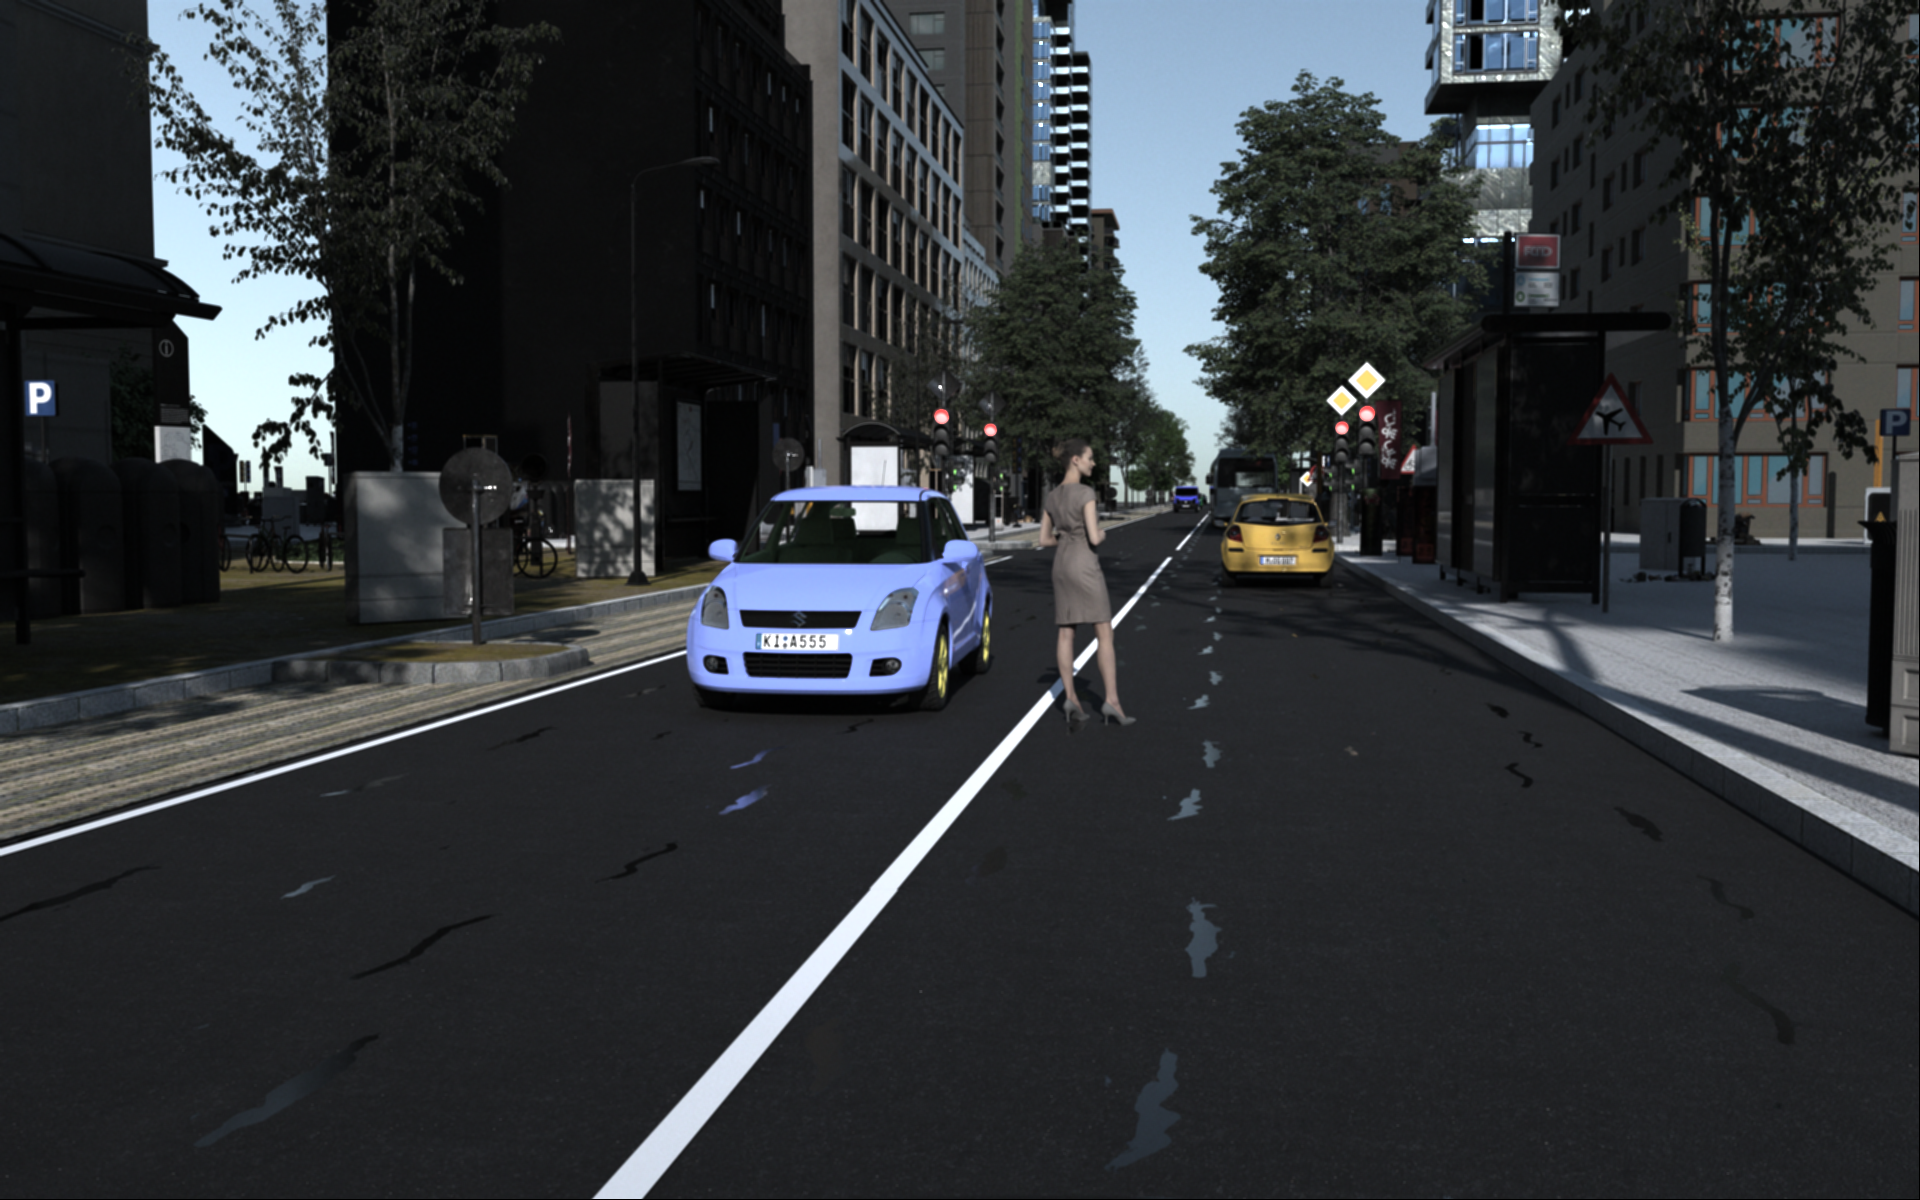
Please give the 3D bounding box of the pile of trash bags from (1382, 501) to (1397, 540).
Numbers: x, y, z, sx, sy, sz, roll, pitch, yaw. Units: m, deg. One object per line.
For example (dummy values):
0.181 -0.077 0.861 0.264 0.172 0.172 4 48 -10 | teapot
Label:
12.658 -2.375 48.582 1.912 1.369 3.447 0 4 -5 | pile of trash bags

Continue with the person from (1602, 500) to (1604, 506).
15.222 -2.021 41.725 0.537 1.800 0.526 1 4 14 | person

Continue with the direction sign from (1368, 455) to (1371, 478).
20.069 -5.715 85.434 0.379 3.537 0.876 0 4 -8 | direction sign

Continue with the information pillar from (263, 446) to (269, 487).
-34.146 -5.742 85.240 0.183 3.616 0.504 0 4 1 | information pillar

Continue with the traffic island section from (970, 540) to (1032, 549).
0.831 -1.468 46.283 2.009 0.180 2.903 1 4 9 | traffic island section

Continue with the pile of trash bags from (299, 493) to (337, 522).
-28.578 -4.273 79.623 3.447 1.369 1.912 -3 5 -44 | pile of trash bags

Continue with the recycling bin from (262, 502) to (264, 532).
-23.163 -2.820 58.662 0.722 1.027 0.722 0 4 -7 | recycling bin

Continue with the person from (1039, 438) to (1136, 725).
0.793 -0.125 10.886 0.374 1.781 0.599 -3 5 -40 | person

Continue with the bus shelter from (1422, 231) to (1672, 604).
7.781 -2.856 24.321 2.179 5.291 8.768 1 4 9 | bus shelter

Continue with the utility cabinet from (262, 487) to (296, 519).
-21.882 -2.868 55.566 1.173 1.500 0.318 3 4 36 | utility cabinet

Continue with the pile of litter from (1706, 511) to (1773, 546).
19.595 -1.817 43.668 1.176 0.858 1.719 -1 4 -20 | pile of litter

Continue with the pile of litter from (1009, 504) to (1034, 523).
2.866 -3.953 78.593 1.719 0.858 1.176 -3 5 -43 | pile of litter

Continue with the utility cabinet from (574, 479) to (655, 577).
-5.292 -1.092 26.530 1.173 1.500 0.318 -1 4 -18 | utility cabinet

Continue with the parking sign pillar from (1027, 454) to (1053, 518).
4.262 -6.352 92.332 1.447 3.967 1.447 0 4 -5 | parking sign pillar

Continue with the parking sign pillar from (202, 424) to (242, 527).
-28.791 -4.829 67.420 1.447 3.967 1.447 1 4 22 | parking sign pillar

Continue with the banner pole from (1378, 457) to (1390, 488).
19.158 -5.412 78.504 0.401 3.779 0.863 -3 4 -37 | banner pole

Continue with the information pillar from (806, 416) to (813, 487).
-4.488 -3.685 51.608 0.183 3.616 0.504 -1 4 -21 | information pillar

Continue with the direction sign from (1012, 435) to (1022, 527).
2.193 -4.565 66.640 0.379 3.537 0.876 -1 4 -20 | direction sign

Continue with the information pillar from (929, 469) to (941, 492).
-0.717 -2.887 51.698 0.304 2.012 0.304 3 5 41 | information pillar

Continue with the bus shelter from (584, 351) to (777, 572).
-4.951 -2.469 31.645 1.731 3.624 6.357 1 4 9 | bus shelter

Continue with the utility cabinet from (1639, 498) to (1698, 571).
11.974 -1.110 29.315 0.306 1.237 1.020 -1 4 -21 | utility cabinet

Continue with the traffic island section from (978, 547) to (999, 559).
-0.379 -0.985 38.389 2.009 0.180 2.903 1 4 9 | traffic island section

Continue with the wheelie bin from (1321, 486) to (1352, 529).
11.728 -2.828 54.144 0.980 1.594 0.693 -1 4 -19 | wheelie bin

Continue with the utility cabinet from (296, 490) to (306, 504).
-36.187 -5.239 94.332 0.318 1.500 1.173 2 4 25 | utility cabinet

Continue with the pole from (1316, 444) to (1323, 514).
13.773 -4.436 66.364 0.158 3.312 0.155 0 3 0 | pole

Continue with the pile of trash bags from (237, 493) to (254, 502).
-46.861 -6.510 116.188 3.447 1.369 1.912 -2 4 -31 | pile of trash bags

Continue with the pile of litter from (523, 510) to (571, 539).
-12.015 -2.182 49.634 1.719 0.858 1.176 1 4 22 | pile of litter

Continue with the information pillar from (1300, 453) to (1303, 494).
18.063 -6.139 91.732 0.183 3.616 0.504 1 4 17 | information pillar

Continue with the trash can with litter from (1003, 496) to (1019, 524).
1.741 -3.924 75.213 1.678 1.210 2.233 1 4 19 | trash can with litter

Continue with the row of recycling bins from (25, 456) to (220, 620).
-9.445 -0.737 19.158 1.069 1.692 3.534 1 4 12 | row of recycling bins

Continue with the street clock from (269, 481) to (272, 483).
-39.522 -5.803 99.451 0.471 2.002 0.358 -3 5 -40 | street clock

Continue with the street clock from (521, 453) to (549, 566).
-7.600 -1.617 31.015 0.471 2.002 0.358 0 4 -4 | street clock

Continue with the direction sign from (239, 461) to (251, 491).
-48.552 -7.687 117.679 0.379 3.537 0.876 2 4 25 | direction sign

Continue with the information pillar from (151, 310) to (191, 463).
-9.683 -1.831 21.291 0.183 3.616 0.504 2 4 24 | information pillar

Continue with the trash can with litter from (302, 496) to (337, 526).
-25.520 -3.579 69.577 2.233 1.210 1.678 -1 4 -16 | trash can with litter

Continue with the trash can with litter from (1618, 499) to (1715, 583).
10.560 -0.902 25.800 2.233 1.210 1.678 -2 4 -29 | trash can with litter

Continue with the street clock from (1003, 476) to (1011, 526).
1.909 -4.019 70.274 0.358 2.002 0.471 0 4 7 | street clock

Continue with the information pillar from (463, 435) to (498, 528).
-5.979 -1.049 21.646 0.304 2.012 0.304 1 4 18 | information pillar

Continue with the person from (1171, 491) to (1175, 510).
18.867 -8.800 153.323 0.756 1.711 0.436 -3 4 -36 | person

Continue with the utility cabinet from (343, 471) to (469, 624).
-5.543 -0.530 17.338 1.173 1.500 0.318 -3 5 -45 | utility cabinet

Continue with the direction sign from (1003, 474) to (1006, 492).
3.111 -7.941 121.825 0.379 3.537 0.876 1 4 18 | direction sign

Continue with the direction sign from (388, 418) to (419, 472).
-16.630 -3.658 51.799 0.876 3.537 0.379 0 4 -6 | direction sign

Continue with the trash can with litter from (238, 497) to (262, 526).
-28.923 -3.610 70.407 1.055 1.170 0.624 0 3 0 | trash can with litter

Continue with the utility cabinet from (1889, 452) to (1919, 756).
4.905 0.043 7.971 0.318 1.500 1.173 -1 4 -22 | utility cabinet

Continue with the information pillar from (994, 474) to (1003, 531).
1.339 -3.437 60.691 0.304 2.012 0.304 0 4 -2 | information pillar

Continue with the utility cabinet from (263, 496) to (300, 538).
-19.990 -2.439 51.041 1.020 1.237 0.306 1 4 12 | utility cabinet

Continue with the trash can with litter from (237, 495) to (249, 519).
-36.838 -4.689 87.718 1.678 1.210 2.233 1 4 23 | trash can with litter

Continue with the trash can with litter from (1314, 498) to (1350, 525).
15.223 -3.751 72.383 2.233 1.210 1.678 1 4 17 | trash can with litter

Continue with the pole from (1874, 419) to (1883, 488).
25.107 -3.274 47.375 0.158 3.312 0.155 0 3 0 | pole

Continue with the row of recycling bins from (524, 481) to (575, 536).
-12.501 -2.831 53.392 1.069 1.692 3.534 0 4 6 | row of recycling bins

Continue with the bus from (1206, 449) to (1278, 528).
12.421 -5.001 76.620 2.948 3.499 13.247 0 4 7 | bus

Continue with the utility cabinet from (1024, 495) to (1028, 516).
4.283 -5.548 101.872 1.020 1.237 0.306 3 4 37 | utility cabinet

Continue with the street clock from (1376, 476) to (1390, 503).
16.668 -3.896 68.268 0.471 2.002 0.358 -1 4 -17 | street clock

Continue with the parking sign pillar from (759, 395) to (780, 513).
-5.534 -3.620 47.660 1.447 3.967 1.447 3 5 42 | parking sign pillar
